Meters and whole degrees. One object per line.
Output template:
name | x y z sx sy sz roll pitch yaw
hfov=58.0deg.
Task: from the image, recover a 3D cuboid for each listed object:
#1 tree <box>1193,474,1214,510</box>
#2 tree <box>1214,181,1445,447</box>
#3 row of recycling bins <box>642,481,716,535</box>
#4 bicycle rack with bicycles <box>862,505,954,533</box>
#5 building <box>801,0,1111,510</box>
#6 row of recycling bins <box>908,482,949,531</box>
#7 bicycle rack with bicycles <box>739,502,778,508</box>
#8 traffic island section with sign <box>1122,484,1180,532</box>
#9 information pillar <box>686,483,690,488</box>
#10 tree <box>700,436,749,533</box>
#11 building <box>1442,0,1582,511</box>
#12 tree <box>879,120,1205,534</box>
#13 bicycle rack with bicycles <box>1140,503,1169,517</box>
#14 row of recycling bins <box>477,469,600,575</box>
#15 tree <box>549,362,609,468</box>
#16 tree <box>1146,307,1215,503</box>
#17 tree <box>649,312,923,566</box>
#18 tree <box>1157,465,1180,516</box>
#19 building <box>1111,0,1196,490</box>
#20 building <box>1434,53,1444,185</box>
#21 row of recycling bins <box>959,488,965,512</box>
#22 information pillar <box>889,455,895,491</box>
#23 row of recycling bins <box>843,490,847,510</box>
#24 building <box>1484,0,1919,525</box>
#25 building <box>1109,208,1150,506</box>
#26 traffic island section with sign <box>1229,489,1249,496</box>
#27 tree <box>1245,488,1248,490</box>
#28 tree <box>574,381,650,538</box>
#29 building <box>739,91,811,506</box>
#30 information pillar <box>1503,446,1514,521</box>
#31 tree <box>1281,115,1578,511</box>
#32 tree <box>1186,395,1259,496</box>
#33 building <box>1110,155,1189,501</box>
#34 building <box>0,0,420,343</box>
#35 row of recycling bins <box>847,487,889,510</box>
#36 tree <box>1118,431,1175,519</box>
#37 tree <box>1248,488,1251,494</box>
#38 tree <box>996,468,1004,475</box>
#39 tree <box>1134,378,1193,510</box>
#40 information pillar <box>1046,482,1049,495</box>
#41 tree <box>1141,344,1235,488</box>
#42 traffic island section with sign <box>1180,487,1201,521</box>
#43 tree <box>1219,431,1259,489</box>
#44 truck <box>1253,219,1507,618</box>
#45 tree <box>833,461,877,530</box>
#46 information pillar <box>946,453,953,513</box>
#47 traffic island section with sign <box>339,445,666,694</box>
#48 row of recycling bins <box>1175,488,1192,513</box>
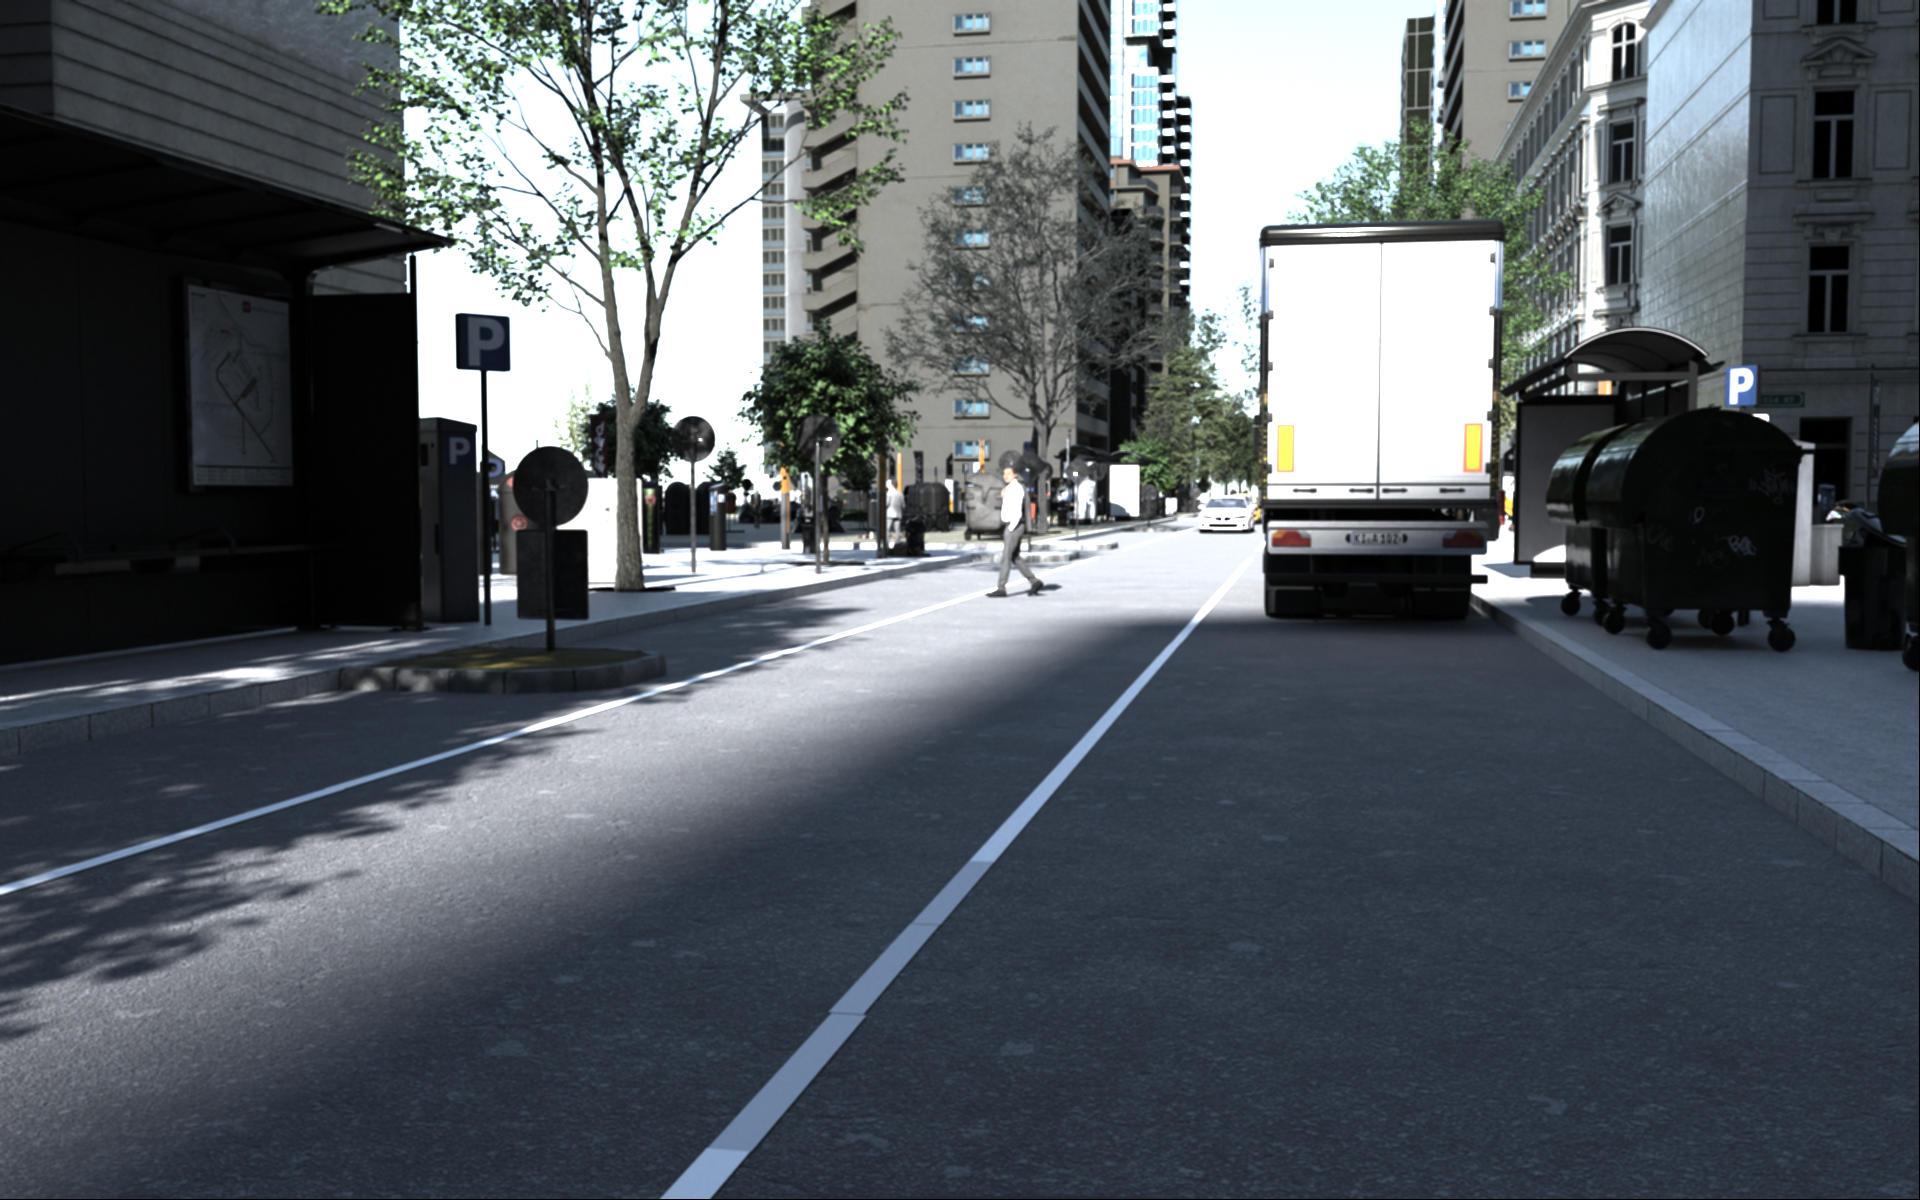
tree | 20.164 -9.144 144.104 1.663 3.219 1.824 0 3 0
tree | 24.154 -15.316 106.305 12.611 20.169 13.585 0 3 0
row of recycling bins | -9.379 -2.937 55.130 3.534 1.692 1.069 0 4 2
bicycle rack with bicycles | -1.487 -2.752 58.380 2.925 0.926 2.852 2 4 26
building | -0.175 -31.211 134.000 21.300 48.544 21.600 1 4 11
row of recycling bins | -1.183 -3.347 61.836 1.069 1.692 3.534 -1 4 -13
bicycle rack with bicycles | -10.932 -5.032 95.647 2.852 0.926 2.925 1 4 10
traffic island section with sign | 7.340 -3.565 66.917 1.989 1.847 2.006 1 4 11
information pillar | -18.476 -6.953 118.179 0.304 2.012 0.304 1 4 13
tree | -7.877 -3.879 58.024 1.663 3.219 1.824 0 3 0
building | 50.508 -31.539 139.368 21.300 48.544 21.600 1 4 11
tree | 2.724 -8.942 56.569 12.009 13.543 11.850 0 3 0
bicycle rack with bicycles | 10.219 -5.089 96.587 2.925 0.926 2.852 1 4 11
row of recycling bins | -7.441 -1.252 27.585 3.534 1.692 1.069 -1 4 -13
tree | -21.310 -8.993 97.393 4.737 8.622 4.395 0 3 0
tree | 22.969 -18.164 152.867 12.611 20.169 13.585 0 3 0
tree | -2.516 -2.924 31.525 4.285 4.588 4.351 0 3 0
tree | 11.995 -6.569 102.011 1.663 3.219 1.824 0 3 0
building | 24.112 -57.614 254.665 22.319 86.520 31.000 1 4 11
building | 56.975 -33.330 164.555 23.786 49.044 30.456 1 4 11
row of recycling bins | 1.047 -6.733 117.191 3.534 1.692 1.069 -2 4 -28
information pillar | -3.968 -6.719 101.211 0.183 3.616 0.504 2 4 35
row of recycling bins | -6.747 -6.328 110.575 1.069 1.692 3.534 -1 4 -15
building | 38.810 -19.330 92.463 17.030 29.872 44.131 1 4 11
building | 11.466 -24.669 175.032 14.160 30.474 14.107 1 4 11
traffic island section with sign | 22.738 -8.253 143.567 1.989 1.847 2.006 1 4 11
tree | 45.575 -19.598 270.780 4.737 8.622 4.395 0 3 0
tree | -9.518 -4.083 50.466 4.285 4.588 4.351 0 3 0
building | -1.132 -28.500 157.862 32.217 40.220 23.993 1 4 11
information pillar | 26.435 -5.630 83.411 0.504 3.616 0.183 1 4 17
tree | 13.150 -7.533 48.927 9.928 11.665 9.643 0 3 0
tree | 29.841 -16.957 194.256 9.611 12.733 9.660 0 3 0
building | 18.179 -34.986 226.646 22.147 44.769 28.867 1 4 11
building | -19.832 -11.003 29.053 18.267 20.994 9.793 1 4 11
row of recycling bins | -5.278 -6.050 106.034 1.069 1.692 3.534 2 4 33
tree | 9.665 -6.510 90.157 4.285 4.588 4.351 0 3 0
tree | 43.107 -18.818 258.041 4.360 8.622 3.978 0 3 0
tree | 2.789 -7.216 112.575 1.663 3.219 1.824 0 3 0
tree | 12.818 -9.789 110.406 4.360 8.622 3.978 0 3 0
information pillar | 5.227 -6.167 105.319 0.304 2.012 0.304 -1 4 -10
tree | 17.334 -13.045 131.418 7.486 12.596 7.792 0 3 0
traffic island section with sign | 12.891 -5.253 94.518 1.989 1.847 2.006 1 4 11
tree | 33.898 -17.113 214.203 8.767 10.594 7.601 2 4 30
truck | 5.327 -2.107 23.371 2.839 4.237 11.283 1 4 10
tree | -3.589 -4.109 61.791 1.663 3.219 1.824 0 3 0
information pillar | -0.592 -6.525 98.034 0.183 3.616 0.504 3 5 42
traffic island section with sign | -3.391 -0.293 13.424 1.989 1.847 2.006 1 4 11
row of recycling bins | 15.303 -6.805 118.378 1.069 1.692 3.534 0 4 2
